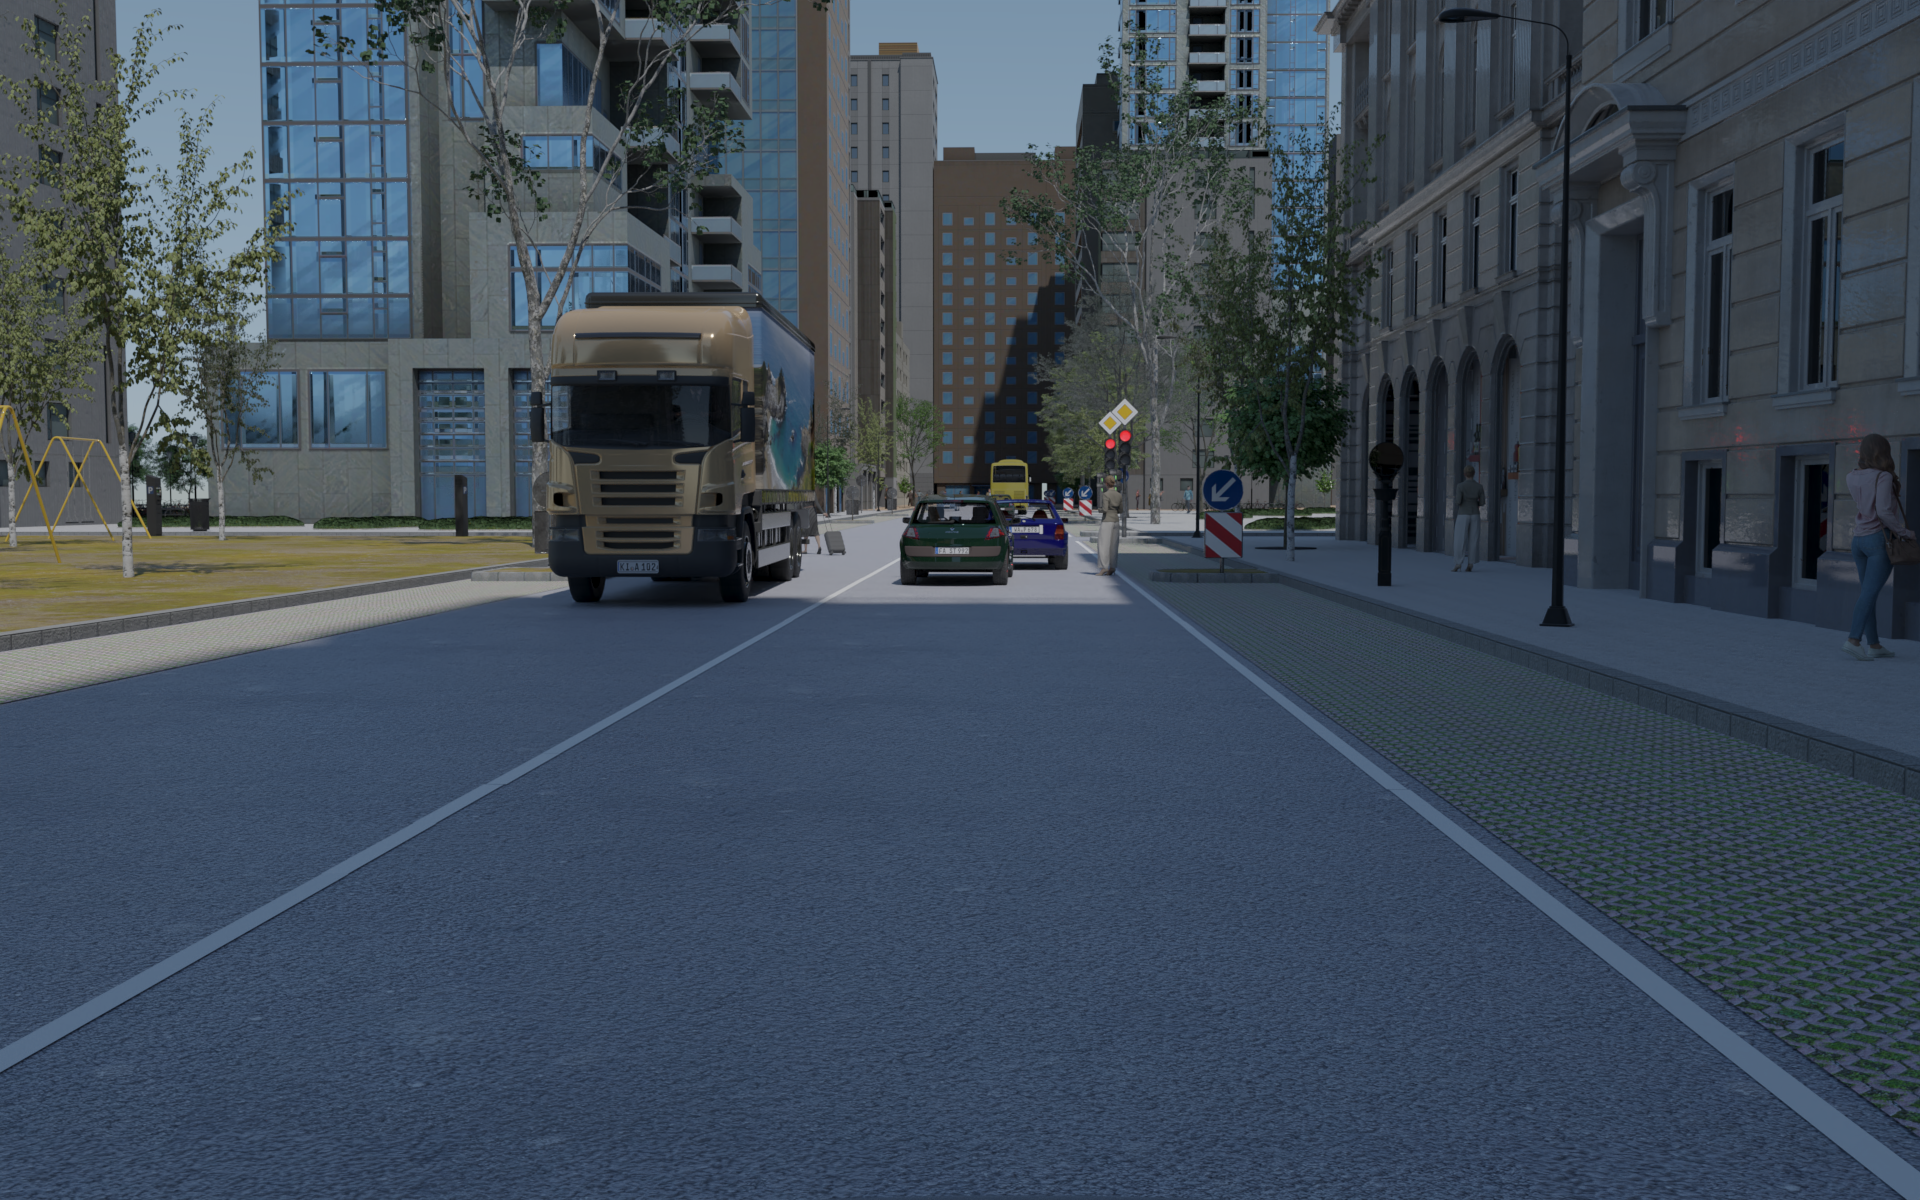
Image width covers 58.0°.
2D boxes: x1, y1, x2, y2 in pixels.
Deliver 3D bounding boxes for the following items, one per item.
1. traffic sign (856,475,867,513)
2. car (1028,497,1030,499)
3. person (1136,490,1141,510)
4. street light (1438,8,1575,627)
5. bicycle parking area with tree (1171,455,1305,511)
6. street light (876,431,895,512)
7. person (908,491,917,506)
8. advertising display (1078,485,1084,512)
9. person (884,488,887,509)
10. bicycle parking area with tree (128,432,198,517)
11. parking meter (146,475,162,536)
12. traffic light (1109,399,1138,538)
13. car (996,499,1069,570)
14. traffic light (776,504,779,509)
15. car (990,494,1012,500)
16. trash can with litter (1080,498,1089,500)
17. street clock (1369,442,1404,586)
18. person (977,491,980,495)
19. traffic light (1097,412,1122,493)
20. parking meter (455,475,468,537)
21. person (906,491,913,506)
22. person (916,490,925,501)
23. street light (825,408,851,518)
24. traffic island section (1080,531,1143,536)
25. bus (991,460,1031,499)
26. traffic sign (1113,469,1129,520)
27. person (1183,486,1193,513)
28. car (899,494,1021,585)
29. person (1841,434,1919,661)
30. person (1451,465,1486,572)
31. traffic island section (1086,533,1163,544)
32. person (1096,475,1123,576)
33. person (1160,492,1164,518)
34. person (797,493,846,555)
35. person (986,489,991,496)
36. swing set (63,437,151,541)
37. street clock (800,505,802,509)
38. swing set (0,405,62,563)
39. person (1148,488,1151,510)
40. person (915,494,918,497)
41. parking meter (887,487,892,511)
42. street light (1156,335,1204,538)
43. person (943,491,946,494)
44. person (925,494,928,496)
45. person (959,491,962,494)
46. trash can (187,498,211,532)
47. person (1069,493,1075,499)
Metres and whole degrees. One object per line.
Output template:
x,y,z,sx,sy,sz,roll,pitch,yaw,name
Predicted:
-6.586,-7.068,115.672,0.768,2.556,0.104,1,4,9,traffic sign
6.300,-10.422,179.985,1.945,1.707,3.694,0,4,4,car
14.206,-7.975,137.898,0.415,1.643,0.593,-1,4,-22,person
5.273,-2.701,16.709,1.470,5.913,1.316,0,4,2,street light
20.092,-8.487,125.768,9.016,4.147,8.231,0,4,2,bicycle parking area with tree
-5.437,-9.443,126.936,1.470,5.913,1.316,0,4,2,street light
-5.149,-11.026,187.044,1.217,1.736,0.721,3,4,36,person
8.832,-7.427,126.642,0.123,1.923,0.974,1,4,23,advertising display
-6.222,-8.635,147.362,0.705,1.807,1.348,1,4,15,person
-37.850,-5.853,82.705,9.016,4.147,8.231,1,4,20,bicycle parking area with tree
-24.514,-2.874,52.697,0.399,1.863,0.255,1,4,18,parking meter
4.824,-3.797,50.996,0.839,4.253,0.868,0,4,2,traffic light
1.192,-1.318,34.126,1.945,1.354,3.894,0,3,0,car
-6.275,-4.306,59.326,0.839,4.253,0.868,0,4,2,traffic light
2.408,-5.716,103.250,2.009,1.686,4.222,0,4,2,car
8.890,-6.863,123.604,0.624,1.170,1.055,1,4,9,trash can with litter
5.926,-1.196,24.126,0.471,2.002,0.358,1,4,12,street clock
2.158,-12.124,207.454,1.217,1.743,0.721,-2,4,-33,person
5.081,-4.285,58.977,0.839,4.253,0.868,0,4,2,traffic light
-15.054,-2.850,52.308,0.255,1.863,0.399,1,4,10,parking meter
-5.296,-10.919,185.122,0.990,1.755,0.434,2,4,30,person
-4.921,-12.436,209.458,1.350,1.814,0.705,0,4,2,person
-6.571,-7.379,93.181,1.470,5.913,1.316,0,4,2,street light
5.121,-2.251,59.090,2.009,0.180,2.903,0,4,2,traffic island section
3.593,-8.042,123.028,2.896,3.916,12.252,0,4,3,bus
7.869,-5.172,84.662,0.768,2.556,0.104,0,4,6,traffic sign
15.249,-6.695,115.373,0.638,1.841,0.748,3,5,41,person
-0.004,-1.155,28.665,2.009,1.686,4.222,0,4,3,car
7.082,-0.418,13.469,0.643,1.750,0.593,-1,4,-11,person
8.389,-1.346,28.602,0.519,1.759,0.362,0,4,-1,person
4.864,-1.763,51.109,2.009,0.180,2.903,0,4,2,traffic island section
2.615,-1.312,30.493,0.519,1.759,0.362,-3,5,-40,person
10.891,-5.409,94.841,0.716,1.782,0.532,3,5,44,person
-3.355,-1.969,40.904,0.699,1.804,1.509,-2,4,-33,person
2.233,-7.713,134.524,0.836,1.842,0.656,2,4,30,person
-24.650,-3.115,48.555,2.862,2.851,3.119,0,4,-6,swing set
-7.699,-4.796,82.989,0.358,2.002,0.471,-2,4,-26,street clock
-18.329,-2.027,30.768,3.119,2.851,2.862,0,4,4,swing set
15.000,-7.956,136.854,0.721,1.736,1.217,1,4,14,person
-5.154,-11.146,188.963,1.217,1.739,0.721,1,4,22,person
-5.479,-7.863,134.274,0.399,1.863,0.255,0,4,-4,parking meter
6.431,-4.779,50.684,1.470,5.913,1.316,0,4,2,street light
-1.574,-9.996,172.382,0.683,1.767,0.568,0,4,-5,person
-2.750,-8.303,147.483,0.599,1.433,0.991,-2,4,-32,person
0.100,-11.508,196.665,0.705,1.822,1.348,0,4,-7,person
-26.072,-2.919,59.384,0.748,1.137,0.748,0,3,0,trash can
11.020,-9.915,171.393,0.697,1.427,0.421,0,4,-5,person
